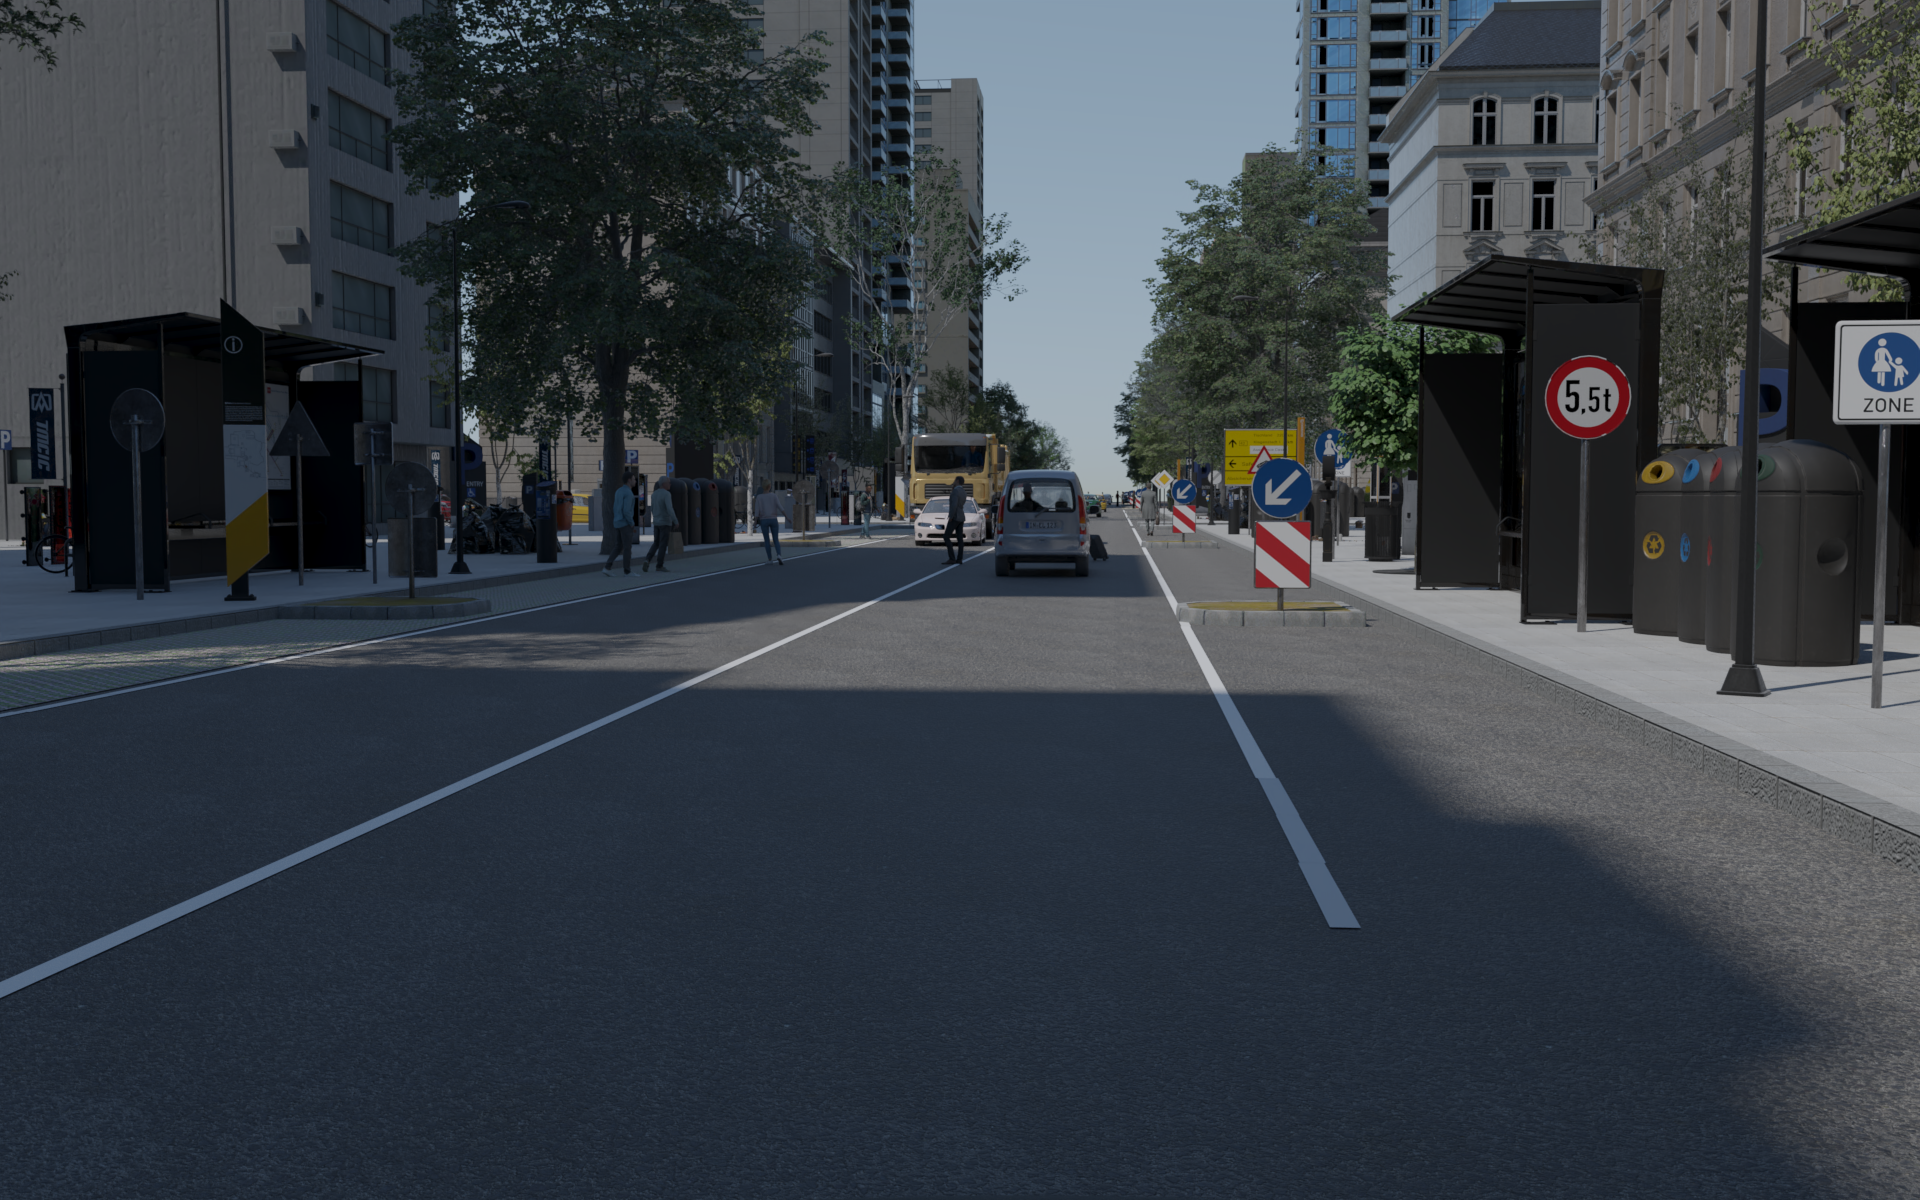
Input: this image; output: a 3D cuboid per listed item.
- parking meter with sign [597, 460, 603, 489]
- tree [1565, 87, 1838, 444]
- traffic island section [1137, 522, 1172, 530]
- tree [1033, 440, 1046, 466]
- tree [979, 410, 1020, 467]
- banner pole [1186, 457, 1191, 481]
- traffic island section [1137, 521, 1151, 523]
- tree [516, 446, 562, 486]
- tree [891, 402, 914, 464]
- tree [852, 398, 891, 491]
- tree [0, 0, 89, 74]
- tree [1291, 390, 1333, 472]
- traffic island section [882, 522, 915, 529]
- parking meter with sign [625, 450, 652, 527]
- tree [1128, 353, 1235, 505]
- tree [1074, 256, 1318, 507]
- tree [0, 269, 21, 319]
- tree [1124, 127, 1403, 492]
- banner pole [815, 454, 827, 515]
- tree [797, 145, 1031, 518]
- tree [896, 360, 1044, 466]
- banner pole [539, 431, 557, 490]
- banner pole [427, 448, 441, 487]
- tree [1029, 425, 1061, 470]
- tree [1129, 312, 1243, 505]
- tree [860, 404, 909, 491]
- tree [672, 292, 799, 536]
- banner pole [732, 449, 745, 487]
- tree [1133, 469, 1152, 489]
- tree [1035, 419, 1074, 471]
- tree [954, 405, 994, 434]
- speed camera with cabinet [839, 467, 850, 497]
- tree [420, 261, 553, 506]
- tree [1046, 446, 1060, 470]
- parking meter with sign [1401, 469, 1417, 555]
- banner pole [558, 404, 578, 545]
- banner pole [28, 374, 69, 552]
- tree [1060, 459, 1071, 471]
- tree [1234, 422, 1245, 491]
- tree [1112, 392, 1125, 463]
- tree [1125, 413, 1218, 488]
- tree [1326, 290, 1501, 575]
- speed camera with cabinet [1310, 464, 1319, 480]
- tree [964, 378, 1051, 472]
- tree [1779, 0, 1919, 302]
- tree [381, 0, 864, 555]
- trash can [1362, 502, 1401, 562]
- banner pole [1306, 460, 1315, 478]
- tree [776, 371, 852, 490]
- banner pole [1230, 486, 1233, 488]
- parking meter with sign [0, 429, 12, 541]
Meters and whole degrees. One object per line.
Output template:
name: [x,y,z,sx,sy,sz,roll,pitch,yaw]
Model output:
parking meter with sign: [-17.695,-5.641,88.486,1.738,3.016,0.543,3,5,41]
tree: [13.410,-4.942,31.162,4.360,8.622,3.978,0,3,0]
traffic island section: [8.400,-2.986,71.106,2.009,0.180,2.903,0,4,5]
tree: [7.718,-15.922,210.681,4.360,8.622,3.978,0,3,0]
tree: [2.841,-12.025,146.976,4.360,8.622,3.978,0,3,0]
banner pole: [13.734,-6.870,102.345,0.863,3.779,0.401,1,4,16]
traffic island section: [9.112,-3.473,79.059,2.009,0.180,2.903,0,4,5]
tree: [-17.183,-4.615,70.057,1.663,3.219,1.824,0,3,0]
tree: [-5.223,-11.065,131.280,4.360,8.622,3.978,0,3,0]
tree: [-7.558,-10.700,125.303,4.360,8.622,3.978,0,3,0]
tree: [-10.400,-4.756,12.181,8.767,10.594,7.601,1,4,8]
tree: [22.739,-9.989,113.679,4.360,8.622,3.978,0,3,0]
traffic island section: [-2.099,-3.044,72.046,2.009,0.180,2.903,0,4,5]
parking meter with sign: [-12.471,-4.349,67.367,0.543,3.016,1.738,-2,4,-31]
tree: [14.933,-11.592,115.287,9.928,11.665,9.643,0,3,0]
tree: [13.136,-10.710,85.472,12.009,13.543,11.850,0,3,0]
tree: [-22.098,-5.221,35.729,4.360,8.622,3.978,0,3,0]
tree: [10.836,-9.495,61.902,9.857,13.997,8.962,0,3,0]
banner pole: [-8.684,-7.190,107.571,0.863,3.779,0.401,0,4,-3]
tree: [-1.651,-14.454,92.216,12.611,20.169,13.585,0,3,0]
tree: [0.012,-11.376,120.412,8.767,10.594,7.601,-3,5,-40]
banner pole: [-14.087,-4.246,59.445,0.863,3.779,0.401,1,4,15]
banner pole: [-26.276,-5.892,86.355,0.863,3.779,0.401,0,4,4]
tree: [10.908,-19.932,251.636,9.928,11.665,9.643,0,3,0]
tree: [14.233,-11.538,106.769,7.486,12.596,7.792,0,3,0]
tree: [-6.274,-11.688,141.469,4.737,8.622,4.395,0,3,0]
tree: [-6.557,-6.259,52.699,4.737,8.622,4.395,0,3,0]
banner pole: [-12.352,-6.550,97.108,0.863,3.779,0.401,-1,4,-9]
tree: [27.841,-18.700,256.101,4.737,8.622,4.395,0,3,0]
tree: [13.730,-22.745,282.249,12.009,13.543,11.850,0,3,0]
tree: [0.994,-11.449,137.548,4.737,8.622,4.395,0,3,0]
speed camera with cabinet: [-8.312,-8.261,129.407,0.660,3.252,2.038,2,4,24]
tree: [-13.919,-6.209,51.873,4.737,8.622,4.395,0,3,0]
tree: [5.807,-15.785,192.495,7.601,10.594,8.767,-1,4,-16]
parking meter with sign: [9.669,-2.453,36.364,1.738,3.016,0.543,2,4,31]
banner pole: [-9.828,-3.286,43.741,0.401,3.779,0.863,0,4,-2]
banner pole: [-18.875,-2.813,36.013,0.863,3.779,0.401,-1,4,-21]
tree: [16.323,-23.071,311.628,8.767,10.594,7.601,1,4,22]
tree: [23.776,-12.112,148.392,4.737,8.622,4.395,0,3,0]
tree: [21.022,-17.088,186.043,9.857,13.997,8.962,0,3,0]
tree: [19.791,-14.060,164.288,8.767,10.594,7.601,3,5,39]
tree: [7.401,-2.705,27.942,4.285,4.588,4.351,0,3,0]
speed camera with cabinet: [19.628,-6.459,99.947,2.038,3.252,0.660,-1,4,-9]
tree: [3.892,-15.561,171.434,9.611,12.733,9.660,0,3,0]
tree: [12.497,-4.402,22.334,4.737,8.622,4.395,0,3,0]
tree: [-7.208,-7.936,36.416,9.857,13.997,8.962,0,3,0]
trash can: [8.000,-1.300,32.910,0.748,1.137,0.748,0,3,0]
banner pole: [24.611,-8.042,121.497,0.863,3.779,0.401,0,4,7]
tree: [-8.896,-9.418,104.340,4.360,8.622,3.978,0,3,0]
banner pole: [18.875,-8.053,121.689,0.401,3.779,0.863,-3,4,-38]
parking meter with sign: [-26.662,-3.100,46.948,1.738,3.016,0.543,0,4,5]
